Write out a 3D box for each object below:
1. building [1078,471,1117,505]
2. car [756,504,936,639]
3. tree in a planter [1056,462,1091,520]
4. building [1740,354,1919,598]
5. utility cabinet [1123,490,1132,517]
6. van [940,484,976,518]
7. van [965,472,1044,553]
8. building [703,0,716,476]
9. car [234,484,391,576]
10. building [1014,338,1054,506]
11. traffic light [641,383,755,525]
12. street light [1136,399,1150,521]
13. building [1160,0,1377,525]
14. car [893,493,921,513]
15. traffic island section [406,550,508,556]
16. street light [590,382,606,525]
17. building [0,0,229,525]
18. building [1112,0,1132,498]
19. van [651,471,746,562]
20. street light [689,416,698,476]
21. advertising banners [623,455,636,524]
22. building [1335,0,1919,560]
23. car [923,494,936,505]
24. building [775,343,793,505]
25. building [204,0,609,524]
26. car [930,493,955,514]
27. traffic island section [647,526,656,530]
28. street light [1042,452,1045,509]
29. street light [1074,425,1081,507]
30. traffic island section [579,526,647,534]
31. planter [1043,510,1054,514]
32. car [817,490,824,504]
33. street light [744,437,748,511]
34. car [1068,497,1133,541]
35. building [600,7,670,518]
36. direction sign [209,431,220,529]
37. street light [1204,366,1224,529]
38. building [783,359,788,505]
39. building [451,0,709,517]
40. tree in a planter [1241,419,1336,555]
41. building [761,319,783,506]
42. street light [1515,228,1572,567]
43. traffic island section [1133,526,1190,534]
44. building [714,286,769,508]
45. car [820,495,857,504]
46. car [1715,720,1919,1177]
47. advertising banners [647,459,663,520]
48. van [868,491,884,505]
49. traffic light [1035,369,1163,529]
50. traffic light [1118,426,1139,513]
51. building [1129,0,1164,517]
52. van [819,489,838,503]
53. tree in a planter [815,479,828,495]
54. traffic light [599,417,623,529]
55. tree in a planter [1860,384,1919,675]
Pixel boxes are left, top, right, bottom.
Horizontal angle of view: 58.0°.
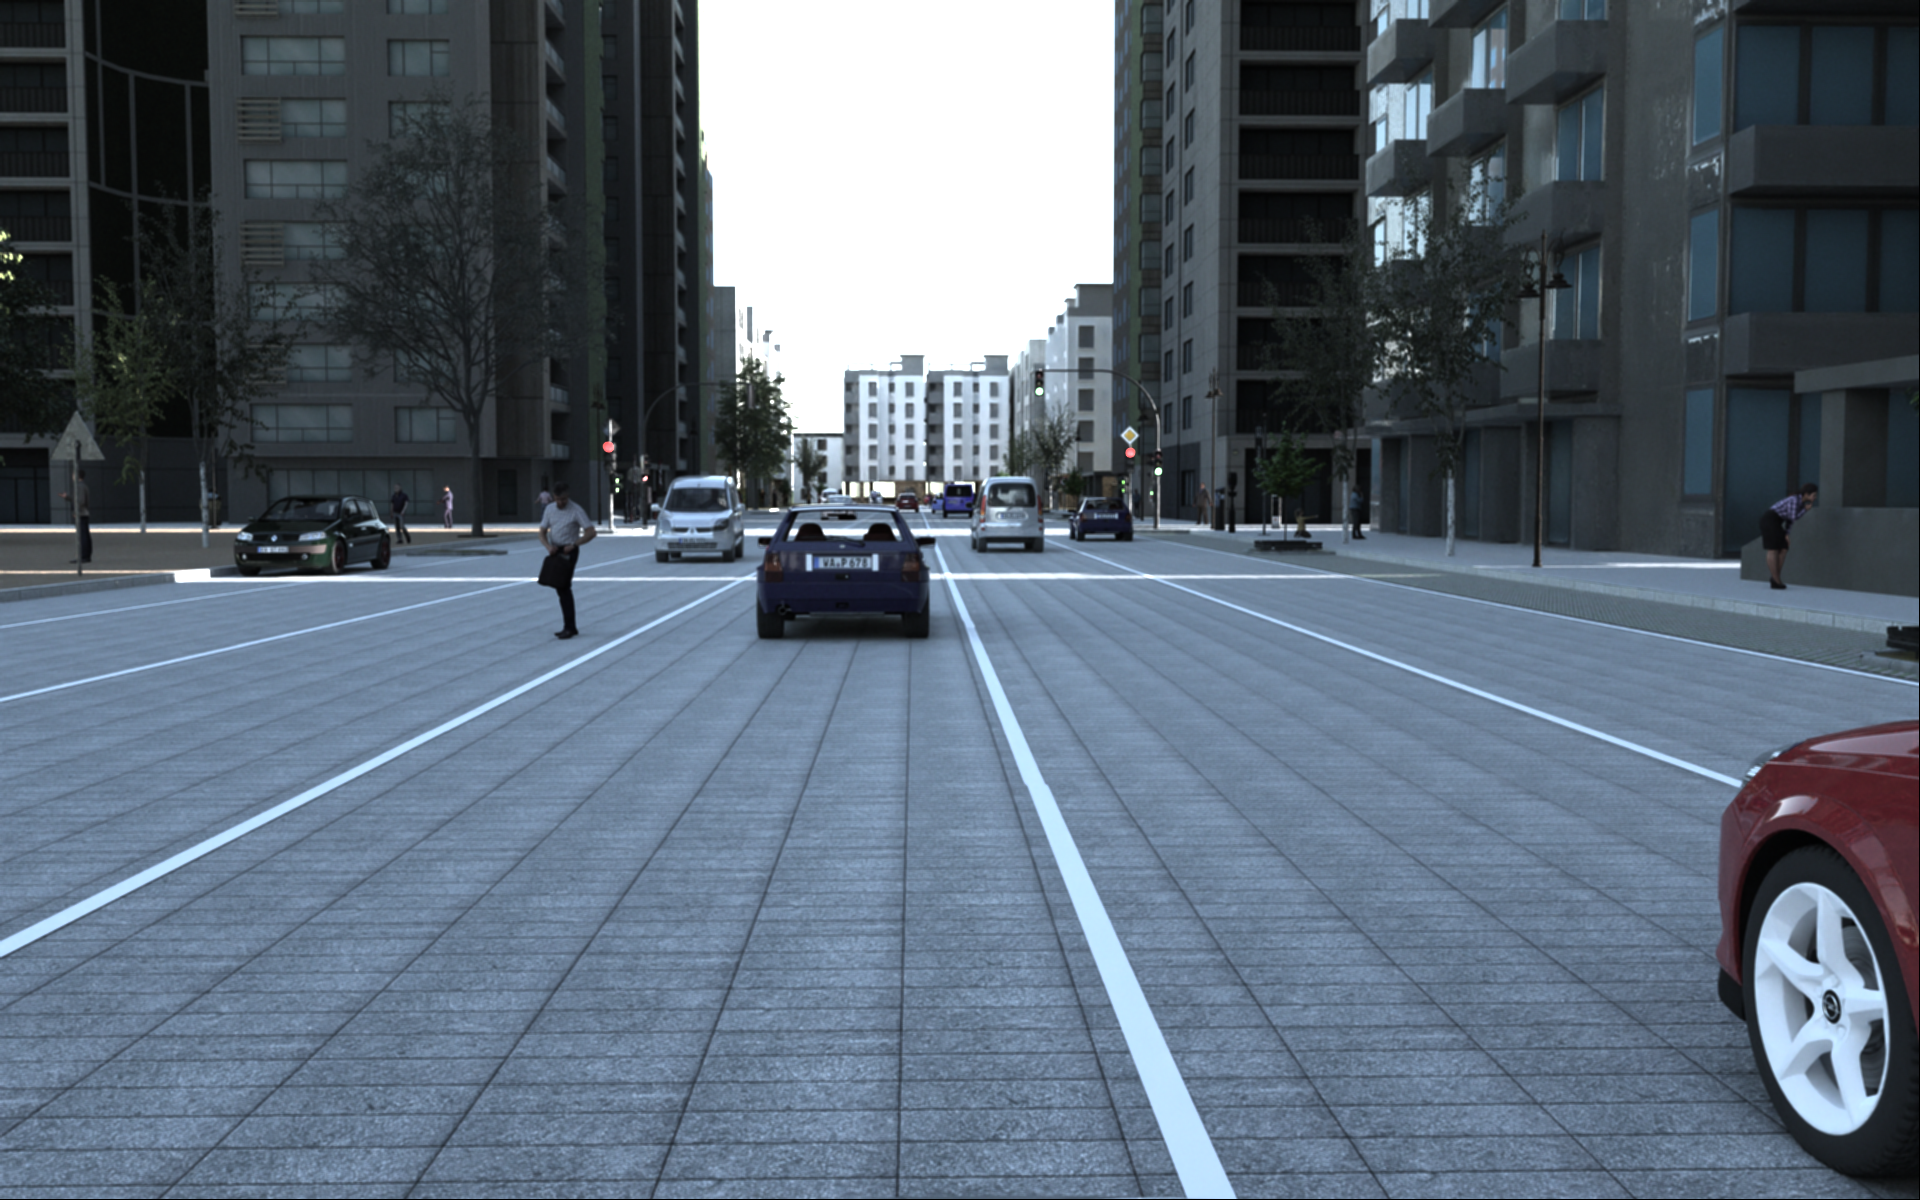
[{"bbox_3d":[26.007,-27.083,134.682,32.217,40.220,23.993,0,4,-2],"label":"building"},{"bbox_3d":[-1.219,-0.365,18.555,1.945,1.354,3.894,0,4,-3],"label":"car"},{"bbox_3d":[6.353,-6.053,96.193,1.991,3.239,1.994,0,4,-2],"label":"tree in a planter"},{"bbox_3d":[28.009,-19.964,18.293,32.217,40.220,23.993,0,4,-2],"label":"building"},{"bbox_3d":[8.438,-4.801,87.180,0.318,1.500,1.173,1,4,13],"label":"utility cabinet"},{"bbox_3d":[-0.102,-6.164,105.172,2.240,2.365,5.245,0,4,-1],"label":"van"},{"bbox_3d":[1.170,-2.254,43.861,2.013,2.044,4.112,0,4,-2],"label":"van"},{"bbox_3d":[-26.284,-29.372,130.349,14.600,45.320,14.200,0,4,-2],"label":"building"},{"bbox_3d":[-11.792,-1.340,31.690,2.009,1.686,4.222,0,4,-1],"label":"car"},{"bbox_3d":[16.002,-20.738,205.517,16.747,18.905,31.486,0,4,-2],"label":"building"},{"bbox_3d":[-10.799,-5.889,70.945,4.771,5.953,1.251,0,4,-2],"label":"traffic light"},{"bbox_3d":[8.740,-6.734,82.881,0.468,5.910,1.993,0,4,-2],"label":"street light"},{"bbox_3d":[21.188,-39.313,81.024,20.611,71.187,20.563,0,4,-2],"label":"building"},{"bbox_3d":[-4.132,-7.705,135.012,2.155,1.783,4.494,0,4,-3],"label":"car"},{"bbox_3d":[-11.810,-1.106,40.946,1.991,0.108,1.994,0,4,-2],"label":"traffic island section"},{"bbox_3d":[-14.873,-6.026,71.319,0.468,5.910,1.993,0,4,-2],"label":"street light"},{"bbox_3d":[-41.963,-39.266,80.253,20.611,71.187,20.563,0,4,-2],"label":"building"},{"bbox_3d":[17.855,-28.427,114.897,14.600,45.320,14.200,0,4,-2],"label":"building"},{"bbox_3d":[-5.638,-1.876,37.678,2.013,2.044,4.112,0,4,-3],"label":"van"},{"bbox_3d":[-15.812,-7.963,102.984,0.468,5.910,1.993,0,4,-2],"label":"street light"},{"bbox_3d":[-14.510,-4.899,76.281,0.090,3.025,2.074,0,4,5],"label":"advertising banners"},{"bbox_3d":[23.952,-26.051,45.546,23.786,49.044,30.456,0,4,-2],"label":"building"},{"bbox_3d":[-3.632,-12.853,219.185,2.155,1.783,4.494,0,4,0],"label":"car"},{"bbox_3d":[-36.791,-21.097,211.401,31.486,18.905,16.747,0,4,-2],"label":"building"},{"bbox_3d":[-24.374,-24.146,78.383,14.154,41.232,14.086,0,4,-2],"label":"building"},{"bbox_3d":[-1.236,-7.235,127.889,1.945,1.707,3.694,0,4,-2],"label":"car"},{"bbox_3d":[-12.928,-2.979,70.989,2.009,0.180,2.903,0,4,-2],"label":"traffic island section"},{"bbox_3d":[7.073,-10.607,146.216,0.468,5.910,1.993,0,4,-2],"label":"street light"},{"bbox_3d":[7.792,-8.670,114.545,0.468,5.910,1.993,0,4,-2],"label":"street light"},{"bbox_3d":[-12.718,-2.491,63.006,2.009,0.180,2.903,0,4,-2],"label":"traffic island section"},{"bbox_3d":[5.639,-6.243,123.217,1.991,0.319,1.994,0,4,-2],"label":"planter"},{"bbox_3d":[-12.678,-9.751,168.107,2.281,1.827,5.304,0,4,-1],"label":"car"},{"bbox_3d":[-16.613,-9.900,134.652,0.468,5.910,1.993,0,4,-2],"label":"street light"},{"bbox_3d":[4.358,-2.523,53.837,1.945,1.354,3.894,0,4,-1],"label":"car"},{"bbox_3d":[-33.422,-24.789,97.186,32.217,40.220,23.993,0,4,-2],"label":"building"},{"bbox_3d":[-27.197,-4.348,63.089,0.379,3.537,0.876,-2,4,-24],"label":"direction sign"},{"bbox_3d":[9.198,-5.508,62.849,0.468,5.910,1.993,0,4,-2],"label":"street light"},{"bbox_3d":[-27.751,-20.811,196.671,16.016,20.091,11.380,0,4,-2],"label":"building"},{"bbox_3d":[-24.862,-26.471,116.390,14.154,41.232,14.086,0,4,-2],"label":"building"},{"bbox_3d":[7.803,-2.704,41.427,1.991,3.239,1.994,0,4,-2],"label":"tree in a planter"},{"bbox_3d":[-27.616,-20.066,184.494,16.016,20.091,11.380,0,4,-2],"label":"building"},{"bbox_3d":[10.176,-3.521,30.355,0.468,5.910,1.993,0,4,-2],"label":"street light"},{"bbox_3d":[7.217,-2.523,63.524,2.009,0.180,2.903,0,4,-2],"label":"traffic island section"},{"bbox_3d":[-27.734,-18.117,162.677,16.747,18.905,31.486,0,4,-2],"label":"building"},{"bbox_3d":[-6.722,-5.132,96.275,2.083,1.381,4.827,0,4,-1],"label":"car"},{"bbox_3d":[2.773,0.405,2.426,2.155,1.783,4.494,0,4,-3],"label":"car"},{"bbox_3d":[-15.269,-5.524,86.504,0.090,3.025,2.074,1,4,15],"label":"advertising banners"},{"bbox_3d":[-10.225,-12.440,210.401,2.013,2.044,4.112,0,4,-3],"label":"van"},{"bbox_3d":[5.087,-5.416,63.213,4.771,5.953,1.251,0,4,-2],"label":"traffic light"},{"bbox_3d":[6.966,-5.044,71.392,0.839,4.253,0.868,0,4,-2],"label":"traffic light"},{"bbox_3d":[16.723,-25.521,100.871,14.154,41.232,14.086,0,4,-2],"label":"building"},{"bbox_3d":[-11.556,-9.003,154.214,2.013,2.044,4.112,0,4,-3],"label":"van"},{"bbox_3d":[-16.003,-12.411,200.139,1.991,3.239,1.994,0,4,-2],"label":"tree in a planter"},{"bbox_3d":[-12.678,-4.523,62.873,0.839,4.253,0.868,0,4,-2],"label":"traffic light"},{"bbox_3d":[8.518,-1.026,13.999,1.991,3.239,1.994,0,4,-2],"label":"tree in a planter"}]
